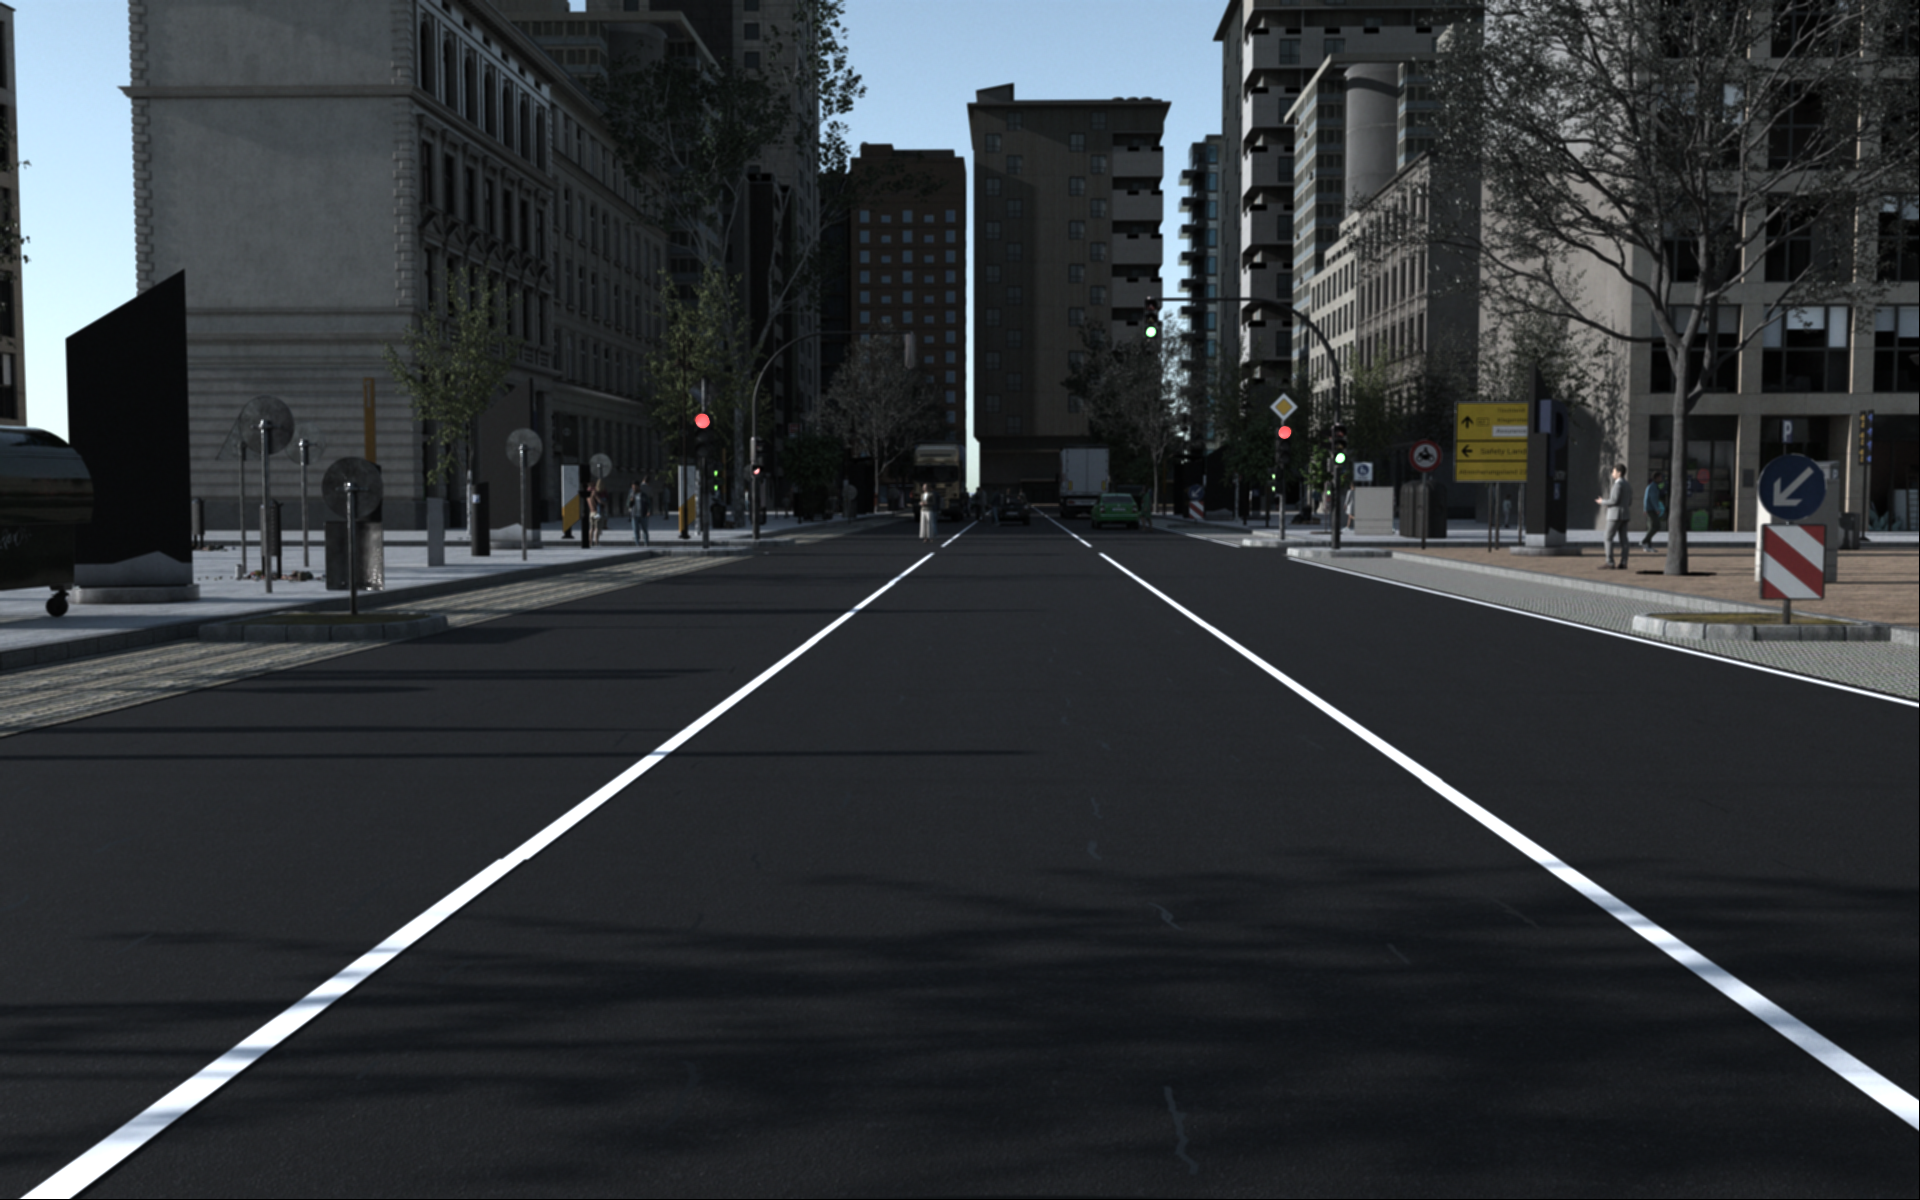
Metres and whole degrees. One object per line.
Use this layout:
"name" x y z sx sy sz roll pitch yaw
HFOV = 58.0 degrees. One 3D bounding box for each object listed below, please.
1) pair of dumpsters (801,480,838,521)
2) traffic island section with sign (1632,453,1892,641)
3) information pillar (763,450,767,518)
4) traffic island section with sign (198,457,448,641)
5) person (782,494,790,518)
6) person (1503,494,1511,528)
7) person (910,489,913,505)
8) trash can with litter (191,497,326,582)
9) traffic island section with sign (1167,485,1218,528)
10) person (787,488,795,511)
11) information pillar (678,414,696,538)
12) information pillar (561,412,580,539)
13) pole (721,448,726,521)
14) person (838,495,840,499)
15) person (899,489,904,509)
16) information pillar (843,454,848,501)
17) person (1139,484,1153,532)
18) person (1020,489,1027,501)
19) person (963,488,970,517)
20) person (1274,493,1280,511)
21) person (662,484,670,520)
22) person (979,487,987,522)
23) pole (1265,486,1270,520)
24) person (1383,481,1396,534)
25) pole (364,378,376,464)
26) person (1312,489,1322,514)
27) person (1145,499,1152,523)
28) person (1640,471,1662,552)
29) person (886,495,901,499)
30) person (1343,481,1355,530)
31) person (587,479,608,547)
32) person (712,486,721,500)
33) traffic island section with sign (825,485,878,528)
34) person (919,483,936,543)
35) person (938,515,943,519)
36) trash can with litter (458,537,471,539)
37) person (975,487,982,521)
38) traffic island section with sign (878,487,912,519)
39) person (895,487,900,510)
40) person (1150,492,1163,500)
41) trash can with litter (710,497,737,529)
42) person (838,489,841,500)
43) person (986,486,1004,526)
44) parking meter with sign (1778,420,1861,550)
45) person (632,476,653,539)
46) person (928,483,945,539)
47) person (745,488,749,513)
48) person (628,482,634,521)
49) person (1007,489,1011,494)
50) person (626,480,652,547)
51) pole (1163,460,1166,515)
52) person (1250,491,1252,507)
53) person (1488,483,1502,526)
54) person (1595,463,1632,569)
"pair of dumpsters" -7.045 -5.102 85.910 1.574 2.255 4.437 0 4 2
"traffic island section with sign" 8.043 -0.555 17.695 1.989 1.847 2.006 0 4 2
"information pillar" -10.300 -6.116 91.358 0.183 3.616 0.504 0 4 -3
"traffic island section with sign" -6.383 -0.555 17.707 1.989 1.847 2.006 0 4 2
"person" -9.164 -4.945 91.165 0.475 1.303 0.640 -3 5 -40
"person" 20.739 -3.381 65.594 0.394 1.301 0.425 -3 4 -37
"person" -5.396 -11.655 196.539 0.705 1.831 1.348 2 4 25
"trash can with litter" -10.213 -0.905 25.862 2.233 1.210 1.678 3 5 43
"traffic island section with sign" 9.765 -3.934 72.951 1.989 1.847 2.006 0 4 2
"person" -12.611 -7.518 129.510 0.990 1.755 0.434 -1 4 -14
"information pillar" -7.969 -3.618 50.502 0.504 3.616 0.183 -1 4 -23
"information pillar" -11.204 -3.572 49.760 0.504 3.616 0.183 -2 4 -27
"pole" -10.524 -5.088 77.033 0.158 3.312 0.155 0 3 0
"person" -9.287 -7.418 130.594 0.557 1.426 1.065 -3 5 -40
"person" -4.983 -8.570 146.828 0.621 1.740 0.551 -3 5 -41
"information pillar" -6.625 -6.676 100.504 0.183 3.616 0.504 2 4 23
"person" 7.055 -3.471 65.496 0.529 1.795 0.600 0 4 -8
"person" 4.187 -6.585 116.526 0.716 1.782 0.532 -2 4 -33
"person" 0.256 -6.020 106.834 0.836 1.842 0.656 3 5 43
"person" 23.549 -7.271 128.107 0.628 1.438 0.799 0 4 -4
"person" -14.787 -4.952 87.104 0.391 1.810 0.635 0 4 -3
"person" 1.194 -4.947 89.485 0.391 1.810 0.635 0 4 -4
"pole" 15.048 -5.553 84.635 0.158 3.312 0.155 0 3 0
"person" 13.839 -3.011 56.116 0.563 1.720 0.643 0 4 -1
"pole" -10.353 -2.238 30.439 0.158 3.312 0.155 0 3 0
"person" 22.487 -6.316 109.327 0.660 1.820 0.620 -3 4 -36
"person" 9.309 -4.616 86.575 0.523 1.515 0.503 -1 4 -16
"person" 15.248 -1.947 38.221 0.444 1.785 0.601 1 4 20
"person" -5.078 -7.666 132.104 1.217 1.735 0.721 0 4 8
"person" 13.941 -3.338 61.371 0.760 1.731 0.466 2 4 24
"person" -9.417 -2.230 44.939 0.580 1.828 0.573 0 4 -4
"person" -12.700 -5.148 90.241 0.581 1.822 0.654 0 4 -6
"traffic island section with sign" -4.650 -3.959 73.355 1.989 1.847 2.006 0 4 2
"person" -0.996 -2.572 51.096 0.519 1.759 0.362 3 4 36
"person" -1.110 -5.479 100.683 0.503 1.515 0.523 1 4 15
"trash can with litter" -13.252 -2.361 49.654 2.233 1.210 1.678 -1 4 -16
"person" 1.015 -5.163 93.090 0.473 1.802 0.592 1 4 14
"traffic island section with sign" -3.811 -5.607 100.297 1.989 1.847 2.006 0 4 2
"person" -5.003 -7.891 134.931 0.709 1.838 0.599 -2 4 -31
"person" 15.672 -8.032 138.045 1.217 1.739 0.721 -1 4 -10
"trash can with litter" -8.733 -3.229 64.180 1.055 1.170 0.624 2 4 26
"person" -9.926 -8.236 141.618 0.541 1.710 0.530 -2 4 -28
"person" 1.597 -4.220 77.838 0.721 1.781 0.623 2 4 25
"parking meter with sign" 19.913 -2.681 40.091 0.543 3.016 1.738 -3 5 -40
"person" -8.989 -2.616 48.989 0.592 1.802 0.473 0 4 -5
"person" -0.848 -2.850 55.447 0.721 1.781 0.623 2 4 24
"person" -14.745 -6.976 120.442 0.623 1.781 0.721 2 4 32
"person" -15.195 -4.574 80.929 0.850 1.850 0.679 3 5 41
"person" 3.362 -6.423 113.795 0.573 1.790 0.520 0 4 3
"person" -8.226 -2.174 44.395 0.623 1.781 0.721 -1 4 -14
"pole" 12.246 -6.718 103.688 0.158 3.312 0.155 0 3 0
"person" 20.275 -6.942 119.763 0.478 1.798 0.641 2 4 26
"person" 21.259 -3.844 68.986 0.391 1.810 0.635 -2 4 -23
"person" 11.175 -1.429 29.603 0.583 1.804 0.606 3 5 41
